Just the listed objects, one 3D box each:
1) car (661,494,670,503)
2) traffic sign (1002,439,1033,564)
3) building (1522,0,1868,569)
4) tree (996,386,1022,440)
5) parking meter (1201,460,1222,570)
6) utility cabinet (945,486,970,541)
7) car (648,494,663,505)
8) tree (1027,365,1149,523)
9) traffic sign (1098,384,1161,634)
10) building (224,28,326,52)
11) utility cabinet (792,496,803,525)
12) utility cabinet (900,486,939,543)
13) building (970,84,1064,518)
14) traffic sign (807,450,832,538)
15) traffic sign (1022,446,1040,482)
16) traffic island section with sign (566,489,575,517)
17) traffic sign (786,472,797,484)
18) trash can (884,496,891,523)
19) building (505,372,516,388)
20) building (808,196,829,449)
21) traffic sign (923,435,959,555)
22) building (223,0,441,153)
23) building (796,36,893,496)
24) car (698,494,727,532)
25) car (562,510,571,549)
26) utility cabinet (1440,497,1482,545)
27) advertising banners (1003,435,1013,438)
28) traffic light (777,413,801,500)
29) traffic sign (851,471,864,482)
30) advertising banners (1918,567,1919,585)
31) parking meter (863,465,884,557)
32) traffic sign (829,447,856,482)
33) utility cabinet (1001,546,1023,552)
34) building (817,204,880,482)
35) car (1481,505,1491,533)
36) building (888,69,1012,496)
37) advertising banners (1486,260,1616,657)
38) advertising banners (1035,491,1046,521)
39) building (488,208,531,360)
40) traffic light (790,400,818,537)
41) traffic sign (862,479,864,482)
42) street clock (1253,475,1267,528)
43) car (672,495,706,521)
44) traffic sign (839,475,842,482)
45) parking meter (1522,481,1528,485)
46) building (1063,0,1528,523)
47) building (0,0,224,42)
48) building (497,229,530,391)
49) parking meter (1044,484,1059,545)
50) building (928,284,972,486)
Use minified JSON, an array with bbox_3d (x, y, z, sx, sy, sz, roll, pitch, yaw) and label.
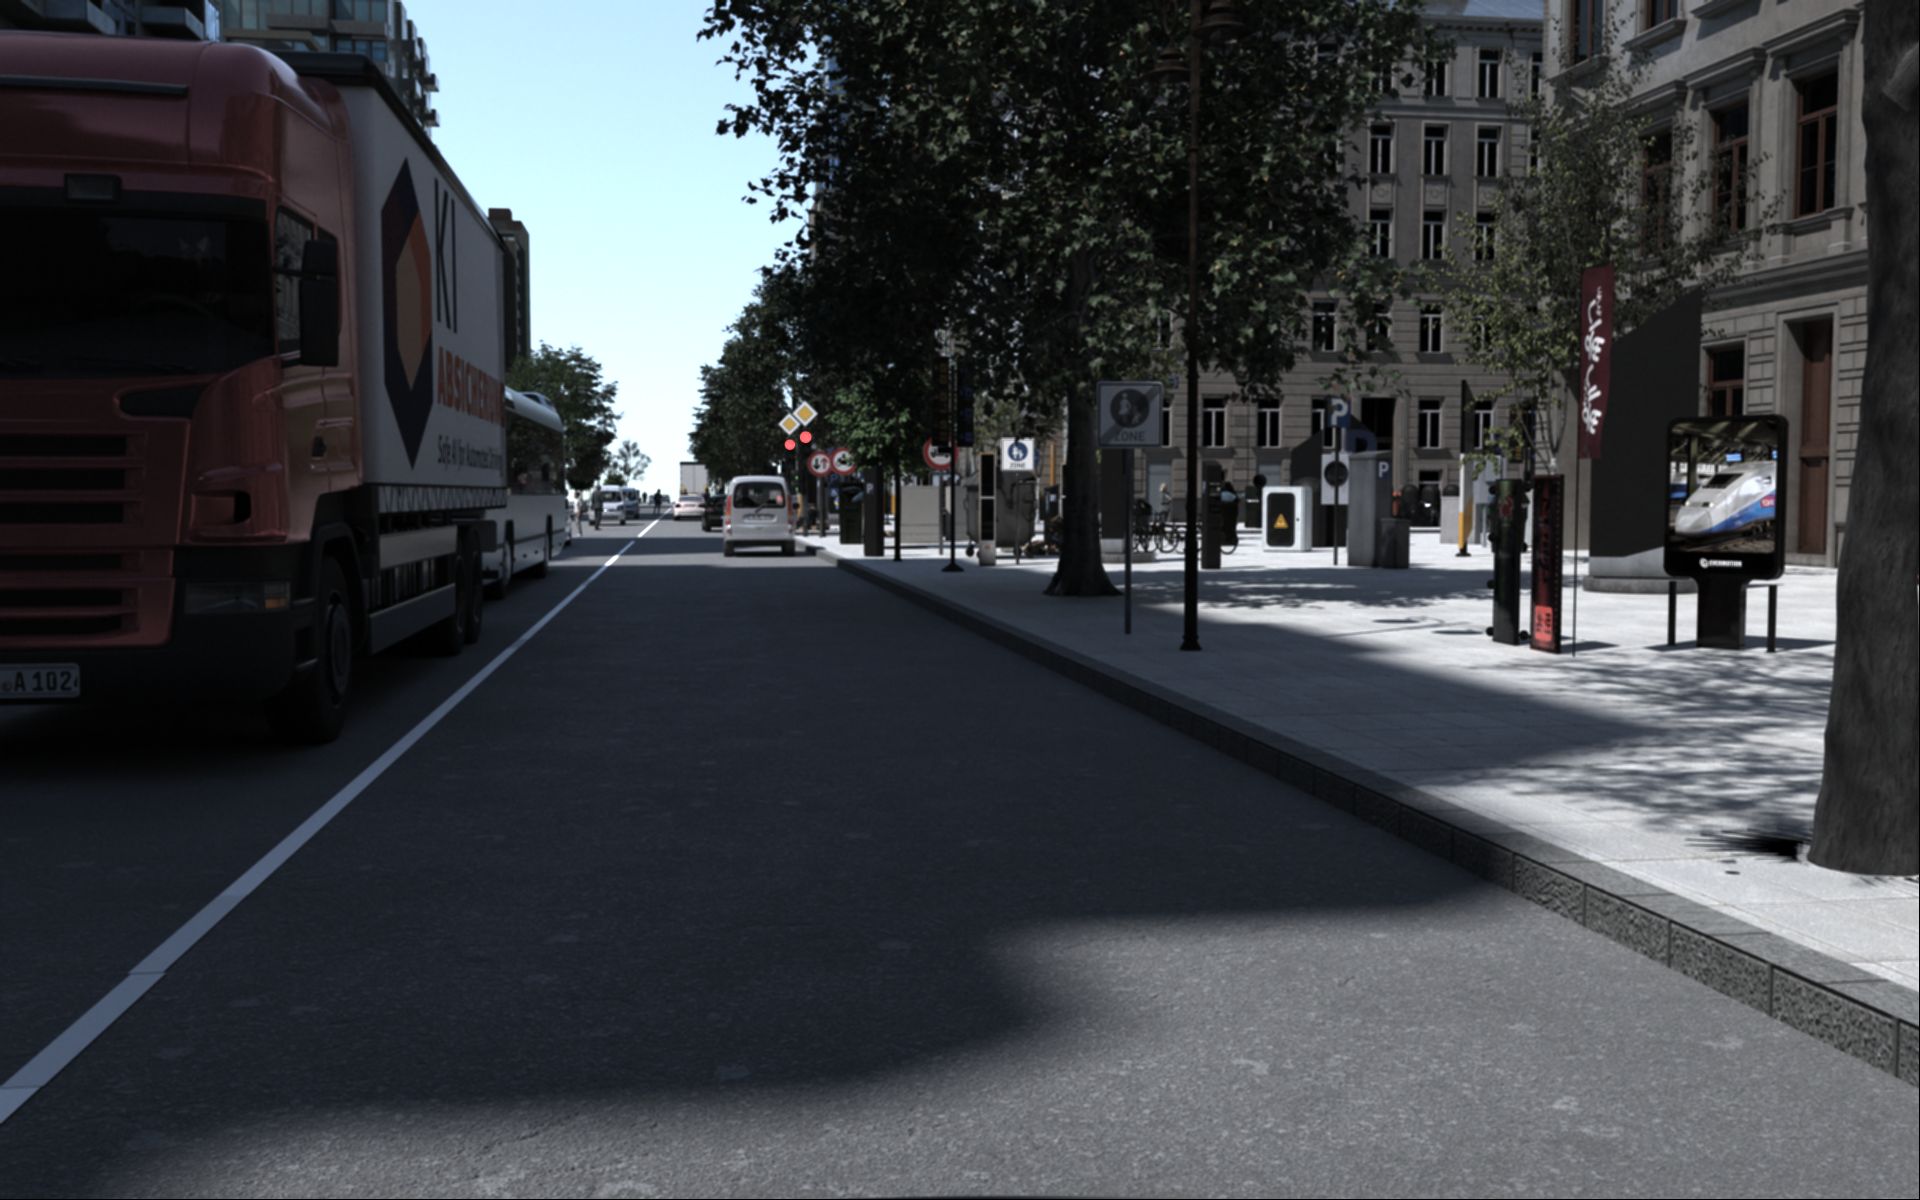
[{"bbox_3d":[-47.268,-16.201,276.892,2.014,1.417,4.499,-1,4,-11],"label":"car"},{"bbox_3d":[1.056,-1.812,31.752,0.606,2.300,0.079,0,4,0],"label":"traffic sign"},{"bbox_3d":[19.853,-11.904,30.781,11.583,22.565,21.152,-1,4,-9],"label":"building"},{"bbox_3d":[3.398,-7.773,77.451,4.360,8.622,3.978,0,3,0],"label":"tree"},{"bbox_3d":[4.279,-1.454,29.484,0.255,1.863,0.399,-1,4,-9],"label":"parking meter"},{"bbox_3d":[0.147,-2.360,47.263,1.173,1.500,0.318,-3,4,-37],"label":"utility cabinet"},{"bbox_3d":[-40.966,-13.507,232.848,2.014,1.417,4.499,-1,4,-9],"label":"car"},{"bbox_3d":[5.123,-6.952,64.022,4.360,8.622,3.978,0,3,0],"label":"tree"},{"bbox_3d":[1.539,-0.837,15.813,0.606,2.300,0.079,0,4,-4],"label":"traffic sign"},{"bbox_3d":[-62.350,-27.356,139.151,32.217,40.220,23.993,-1,4,-9],"label":"building"},{"bbox_3d":[-7.012,-3.724,72.056,1.020,1.237,0.306,-2,4,-35],"label":"utility cabinet"},{"bbox_3d":[-1.056,-2.227,45.092,1.173,1.500,0.318,-1,4,-13],"label":"utility cabinet"},{"bbox_3d":[8.355,-19.469,104.229,13.634,28.700,20.117,-1,4,-9],"label":"building"},{"bbox_3d":[-4.079,-3.093,50.683,0.768,2.556,0.104,-1,4,-8],"label":"traffic sign"},{"bbox_3d":[1.536,-2.555,41.876,0.768,2.556,0.104,0,4,0],"label":"traffic sign"},{"bbox_3d":[-24.603,-6.052,107.580,1.989,1.847,2.006,-1,4,-9],"label":"traffic island section with sign"},{"bbox_3d":[-9.458,-5.928,97.021,0.768,2.556,0.104,-1,4,-9],"label":"traffic sign"},{"bbox_3d":[-3.513,-3.794,73.679,0.748,1.137,0.748,0,3,0],"label":"trash can"},{"bbox_3d":[-76.400,-24.060,238.415,27.650,21.520,28.899,-1,4,-9],"label":"building"},{"bbox_3d":[-14.933,-37.073,256.257,14.600,45.320,14.200,-1,4,-9],"label":"building"},{"bbox_3d":[-0.397,-2.222,36.442,0.768,2.556,0.104,0,4,-4],"label":"traffic sign"},{"bbox_3d":[-62.290,-33.443,166.399,23.786,49.044,30.456,-1,4,-9],"label":"building"},{"bbox_3d":[-14.923,-59.087,278.735,22.319,86.520,31.000,-1,4,-9],"label":"building"},{"bbox_3d":[-9.056,-3.489,66.830,2.009,1.686,4.222,-1,4,-10],"label":"car"},{"bbox_3d":[-11.553,-2.108,46.824,2.083,1.381,4.827,-1,4,-9],"label":"car"},{"bbox_3d":[12.860,-2.037,44.460,0.306,1.237,1.020,-3,5,-44],"label":"utility cabinet"},{"bbox_3d":[0.959,-3.344,50.870,0.090,3.025,2.074,3,4,37],"label":"advertising banners"},{"bbox_3d":[-5.912,-4.343,59.923,0.839,4.253,0.868,-1,4,-9],"label":"traffic light"},{"bbox_3d":[-3.463,-3.688,60.409,0.768,2.556,0.104,0,4,-2],"label":"traffic sign"},{"bbox_3d":[13.602,-1.727,24.417,2.074,3.025,0.090,-2,4,-24],"label":"advertising banners"},{"bbox_3d":[-1.771,-1.822,35.504,0.399,1.863,0.255,3,5,41],"label":"parking meter"},{"bbox_3d":[-3.149,-2.864,46.931,0.768,2.556,0.104,0,4,-1],"label":"traffic sign"},{"bbox_3d":[1.146,-1.822,38.463,0.318,1.500,1.173,1,4,12],"label":"utility cabinet"},{"bbox_3d":[-13.002,-34.177,242.395,14.154,41.232,14.086,-1,4,-9],"label":"building"},{"bbox_3d":[19.247,-2.925,59.616,4.920,1.459,2.131,0,4,-7],"label":"car"},{"bbox_3d":[3.085,-43.977,157.282,20.563,71.187,20.611,-1,4,-9],"label":"building"},{"bbox_3d":[4.768,-1.093,14.058,0.090,3.025,2.074,0,4,-7],"label":"advertising banners"},{"bbox_3d":[3.270,-5.304,82.901,2.074,3.025,0.090,-1,4,-12],"label":"advertising banners"},{"bbox_3d":[-75.495,-38.148,273.837,14.600,45.320,14.200,-1,4,-9],"label":"building"},{"bbox_3d":[-4.668,-3.860,52.035,0.839,4.253,0.868,-1,4,-9],"label":"traffic light"},{"bbox_3d":[-3.565,-3.978,67.162,0.606,2.300,0.079,0,4,-1],"label":"traffic sign"},{"bbox_3d":[11.188,-3.677,64.681,0.358,2.002,0.471,-3,5,-40],"label":"street clock"},{"bbox_3d":[-14.576,-4.992,93.980,2.083,1.381,4.827,0,4,-8],"label":"car"},{"bbox_3d":[-7.390,-6.274,102.687,0.768,2.556,0.104,0,4,-1],"label":"traffic sign"},{"bbox_3d":[24.771,-4.306,76.118,0.255,1.863,0.399,0,4,0],"label":"parking meter"},{"bbox_3d":[18.036,-17.490,83.229,25.104,27.353,12.463,-1,4,-9],"label":"building"},{"bbox_3d":[-47.525,-46.953,80.361,22.319,86.520,31.000,-1,4,-9],"label":"building"},{"bbox_3d":[-72.435,-35.264,260.152,14.154,41.232,14.086,-1,4,-9],"label":"building"},{"bbox_3d":[2.286,-2.136,43.340,0.372,1.533,0.369,0,3,0],"label":"parking meter"},{"bbox_3d":[5.823,-20.704,125.900,14.401,28.519,23.554,-1,4,-9],"label":"building"}]
